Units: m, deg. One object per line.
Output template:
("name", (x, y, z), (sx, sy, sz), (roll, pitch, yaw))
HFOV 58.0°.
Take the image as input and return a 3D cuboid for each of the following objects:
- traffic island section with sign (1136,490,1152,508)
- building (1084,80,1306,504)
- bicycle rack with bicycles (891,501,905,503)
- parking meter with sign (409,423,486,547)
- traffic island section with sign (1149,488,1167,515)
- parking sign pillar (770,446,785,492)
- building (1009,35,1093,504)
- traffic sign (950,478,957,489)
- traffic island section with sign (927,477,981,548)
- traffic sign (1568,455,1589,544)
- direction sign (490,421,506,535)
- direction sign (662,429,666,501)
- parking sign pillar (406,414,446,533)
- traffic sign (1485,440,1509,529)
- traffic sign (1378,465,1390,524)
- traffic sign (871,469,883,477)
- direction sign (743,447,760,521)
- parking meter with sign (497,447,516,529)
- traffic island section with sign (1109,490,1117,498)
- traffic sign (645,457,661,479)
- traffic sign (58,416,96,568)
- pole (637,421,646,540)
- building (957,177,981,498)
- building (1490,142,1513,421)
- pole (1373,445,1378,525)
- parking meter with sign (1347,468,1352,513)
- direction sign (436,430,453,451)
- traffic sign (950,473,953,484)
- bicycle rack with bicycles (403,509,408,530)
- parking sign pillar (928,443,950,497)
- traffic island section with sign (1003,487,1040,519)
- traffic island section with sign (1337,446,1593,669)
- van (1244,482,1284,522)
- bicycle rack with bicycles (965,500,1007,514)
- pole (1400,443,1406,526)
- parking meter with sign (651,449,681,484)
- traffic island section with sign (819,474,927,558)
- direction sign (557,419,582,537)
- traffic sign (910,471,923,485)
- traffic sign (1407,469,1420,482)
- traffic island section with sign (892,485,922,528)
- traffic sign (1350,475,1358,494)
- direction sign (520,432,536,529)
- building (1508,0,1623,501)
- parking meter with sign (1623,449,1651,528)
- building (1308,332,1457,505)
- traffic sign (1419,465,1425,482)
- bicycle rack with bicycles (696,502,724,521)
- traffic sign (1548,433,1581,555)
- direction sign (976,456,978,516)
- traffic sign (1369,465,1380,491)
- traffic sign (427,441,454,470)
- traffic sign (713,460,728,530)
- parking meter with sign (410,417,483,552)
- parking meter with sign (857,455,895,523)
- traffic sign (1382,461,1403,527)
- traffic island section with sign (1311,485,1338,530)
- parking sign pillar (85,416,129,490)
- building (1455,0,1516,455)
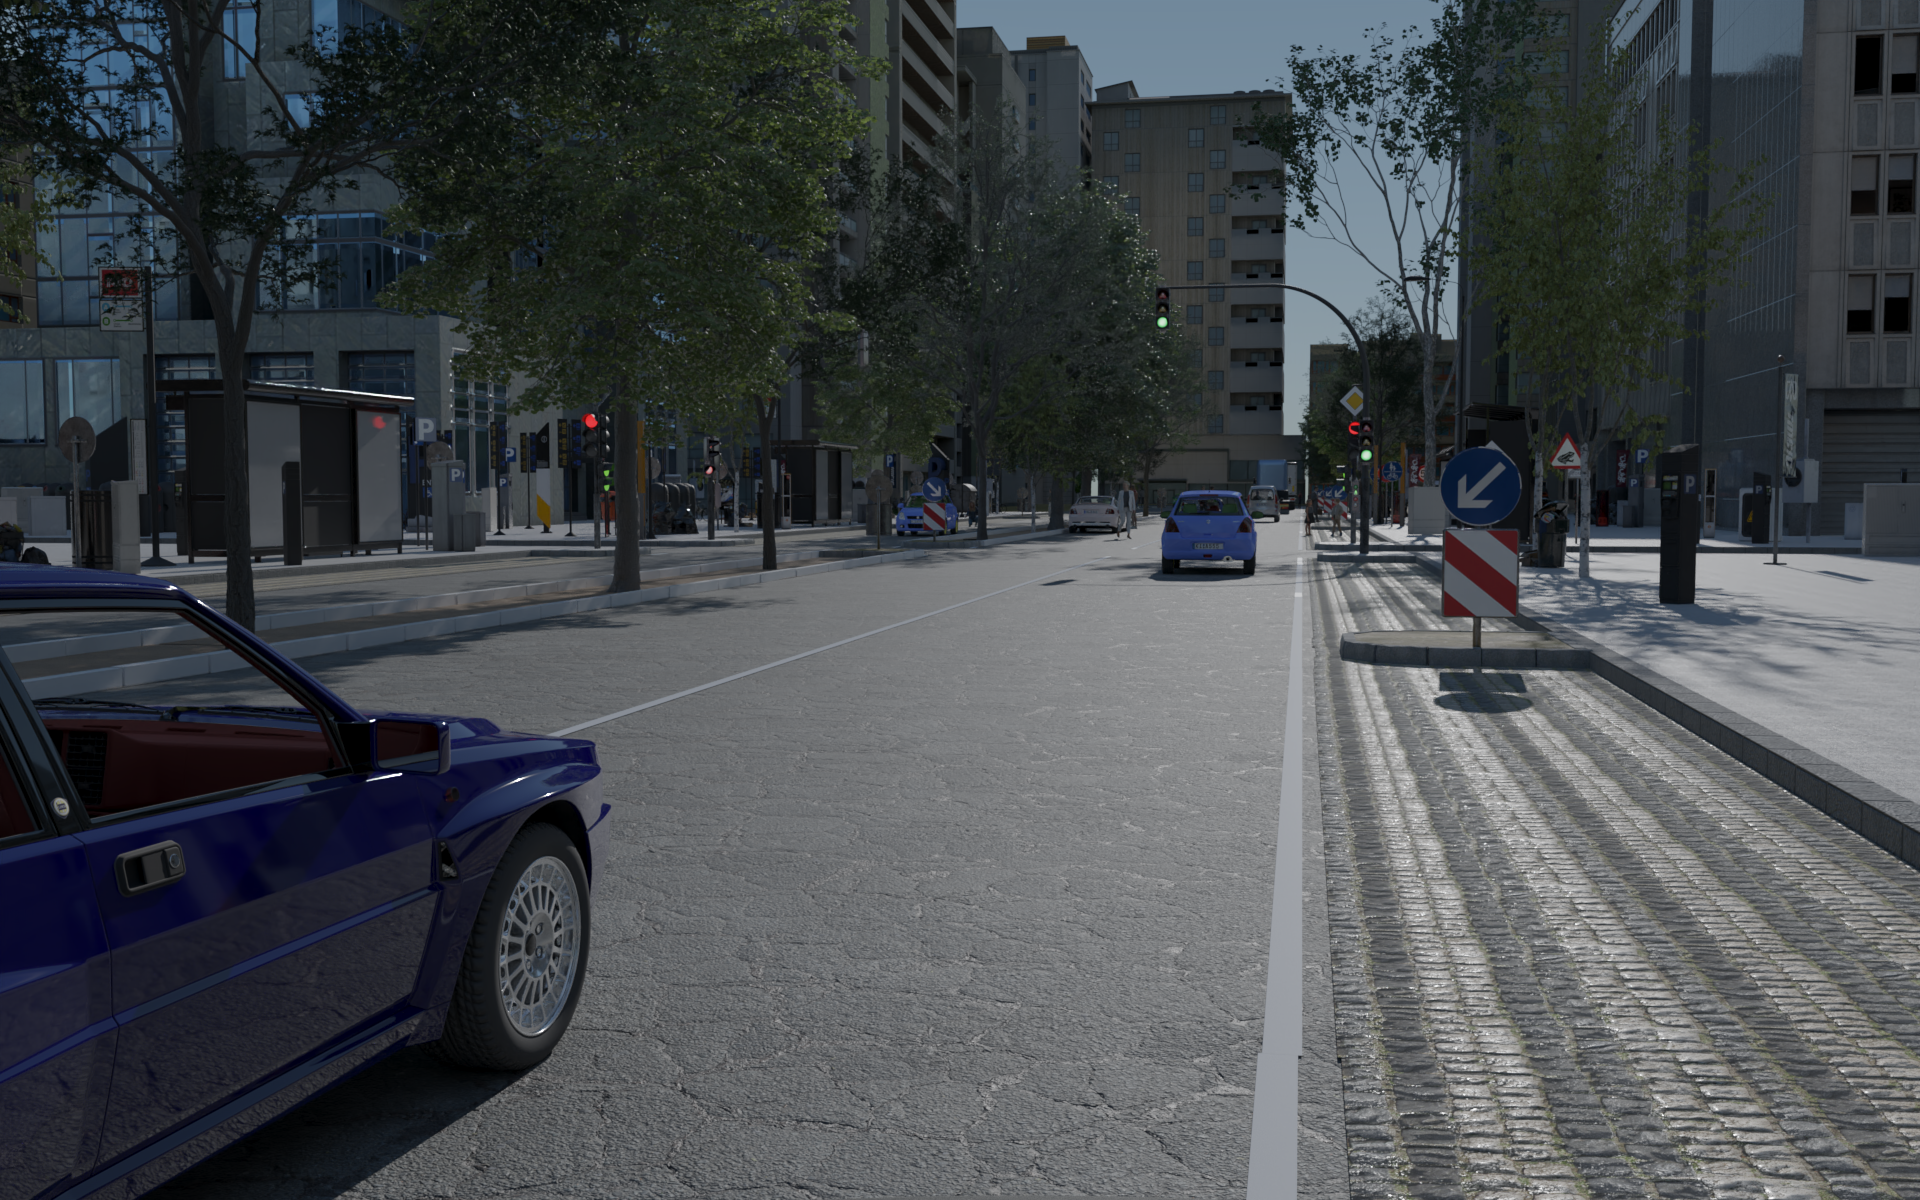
("traffic island section with sign", (18.413, -10.194, 175.306), (1.989, 1.847, 2.006), (1, 4, 11))
("building", (31.707, -39.051, 227.722), (27.495, 52.752, 28.713), (1, 4, 11))
("bicycle rack with bicycles", (-3.391, -4.461, 86.320), (2.852, 0.926, 2.925), (0, 4, -4))
("parking meter with sign", (-12.462, -2.813, 42.252), (1.738, 3.016, 0.543), (1, 4, 9))
("traffic island section with sign", (14.002, -6.882, 120.650), (2.006, 1.907, 1.989), (1, 4, 11))
("parking sign pillar", (-10.104, -6.689, 97.838), (1.447, 3.967, 1.447), (-3, 5, -45))
("building", (3.005, -41.991, 228.558), (28.212, 58.520, 21.231), (1, 4, 11))
("traffic sign", (-0.587, -6.553, 107.152), (0.884, 2.594, 0.081), (1, 4, 18))
("traffic island section with sign", (-0.562, -2.373, 46.931), (2.006, 1.907, 1.989), (1, 4, 11))
("traffic sign", (15.918, -2.602, 44.681), (0.606, 2.300, 0.079), (1, 4, 12))
("direction sign", (-14.373, -3.789, 53.948), (0.876, 3.537, 0.379), (3, 5, 45))
("direction sign", (-10.347, -4.194, 60.576), (0.379, 3.537, 0.876), (-1, 4, -16))
("parking sign pillar", (-17.913, -4.267, 58.235), (1.447, 3.967, 1.447), (-1, 4, -21))
("traffic sign", (11.378, -2.198, 37.129), (0.795, 2.450, 0.064), (1, 4, 14))
("traffic sign", (18.228, -4.519, 73.992), (0.768, 2.556, 0.104), (1, 4, 15))
("traffic sign", (-4.213, -5.423, 88.771), (0.768, 2.556, 0.104), (1, 4, 15))
("direction sign", (-10.060, -5.603, 83.604), (0.876, 3.537, 0.379), (-1, 4, -22))
("parking meter with sign", (-16.828, -4.139, 63.941), (0.543, 3.016, 1.738), (0, 4, -2))
("traffic island section with sign", (13.127, -8.559, 148.565), (1.989, 1.847, 2.006), (1, 4, 11))
("traffic sign", (-10.594, -3.616, 59.236), (0.768, 2.556, 0.104), (1, 4, 13))
("traffic sign", (-14.484, -1.730, 28.399), (0.768, 2.556, 0.104), (1, 4, 18))
("pole", (-8.882, -3.331, 48.313), (0.158, 3.312, 0.155), (0, 3, 0))
("building", (-6.269, -23.421, 154.628), (14.160, 30.474, 14.107), (1, 4, 11))
("building", (51.163, -22.749, 143.643), (14.160, 30.474, 14.107), (1, 4, 11))
("pole", (17.402, -4.811, 72.499), (0.158, 3.312, 0.155), (0, 3, 0))
("parking meter with sign", (26.448, -7.343, 116.321), (0.543, 3.016, 1.738), (-1, 4, -15))
("direction sign", (-18.303, -4.241, 61.341), (0.876, 3.537, 0.379), (2, 4, 25))
("traffic sign", (-0.768, -6.073, 99.399), (0.768, 2.556, 0.104), (1, 4, 21))
("bicycle rack with bicycles", (-20.925, -2.922, 61.149), (2.925, 0.926, 2.852), (1, 4, 20))
("parking sign pillar", (-1.124, -6.317, 91.749), (1.447, 3.967, 1.447), (-3, 5, -41))
("traffic island section with sign", (3.601, -5.610, 100.354), (1.989, 1.847, 2.006), (1, 4, 11))
("traffic island section with sign", (4.381, -0.404, 15.228), (1.989, 1.847, 2.006), (1, 4, 11))
("van", (15.610, -5.021, 89.107), (2.013, 2.044, 4.112), (1, 4, 12))
("bicycle rack with bicycles", (1.651, -6.109, 113.258), (2.925, 0.926, 2.852), (-1, 4, -16))
("pole", (17.557, -4.576, 68.666), (0.158, 3.312, 0.155), (0, 3, 0))
("parking meter with sign", (-11.201, -4.350, 67.381), (1.738, 3.016, 0.543), (0, 4, -5))
("traffic island section with sign", (-2.008, -1.928, 39.666), (2.006, 1.907, 1.989), (1, 4, 11))
("direction sign", (-11.782, -3.690, 52.325), (0.379, 3.537, 0.876), (3, 4, 38))
("traffic sign", (-2.370, -5.773, 94.497), (0.768, 2.556, 0.104), (1, 4, 16))
("traffic sign", (20.746, -4.831, 79.088), (0.768, 2.556, 0.104), (1, 4, 11))
("traffic island section with sign", (-1.881, -3.920, 72.726), (1.989, 1.847, 2.006), (1, 4, 11))
("traffic sign", (25.667, -6.931, 113.429), (0.768, 2.556, 0.104), (1, 4, 20))
("direction sign", (-15.844, -4.381, 63.620), (0.876, 3.537, 0.379), (3, 4, 37))
("building", (48.370, -27.274, 129.521), (14.154, 41.232, 14.086), (1, 4, 11))
("parking meter with sign", (25.903, -4.290, 66.401), (0.543, 3.016, 1.738), (3, 4, 38))
("building", (59.460, -23.045, 221.821), (28.899, 21.520, 27.650), (1, 4, 11))
("traffic sign", (20.336, -4.624, 75.702), (0.768, 2.556, 0.104), (1, 4, 17))
("bicycle rack with bicycles", (-12.292, -4.224, 82.451), (2.852, 0.926, 2.925), (-2, 4, -26))
("traffic sign", (12.844, -2.244, 36.699), (0.884, 2.594, 0.081), (1, 4, 18))
("direction sign", (1.001, -6.756, 102.456), (0.379, 3.537, 0.876), (0, 4, 6))
("traffic sign", (18.462, -4.671, 76.475), (0.768, 2.556, 0.104), (1, 4, 20))
("traffic sign", (-12.585, -2.551, 41.812), (0.768, 2.556, 0.104), (1, 4, 12))
("traffic sign", (-8.599, -3.752, 61.455), (0.768, 2.556, 0.104), (1, 4, 20))
("parking meter with sign", (-11.555, -2.613, 38.988), (1.738, 3.016, 0.543), (3, 5, 40))
("parking meter with sign", (-3.718, -4.897, 76.332), (1.738, 3.016, 0.543), (-3, 5, -40))
("traffic sign", (16.839, -4.120, 67.463), (0.768, 2.556, 0.104), (1, 4, 19))
("traffic island section with sign", (15.054, -3.709, 69.274), (1.989, 1.847, 2.006), (1, 4, 11))
("parking sign pillar", (-29.450, -4.363, 59.809), (1.447, 3.967, 1.447), (3, 5, 40))
("building", (57.995, -38.004, 163.360), (21.231, 58.520, 28.212), (1, 4, 11))
